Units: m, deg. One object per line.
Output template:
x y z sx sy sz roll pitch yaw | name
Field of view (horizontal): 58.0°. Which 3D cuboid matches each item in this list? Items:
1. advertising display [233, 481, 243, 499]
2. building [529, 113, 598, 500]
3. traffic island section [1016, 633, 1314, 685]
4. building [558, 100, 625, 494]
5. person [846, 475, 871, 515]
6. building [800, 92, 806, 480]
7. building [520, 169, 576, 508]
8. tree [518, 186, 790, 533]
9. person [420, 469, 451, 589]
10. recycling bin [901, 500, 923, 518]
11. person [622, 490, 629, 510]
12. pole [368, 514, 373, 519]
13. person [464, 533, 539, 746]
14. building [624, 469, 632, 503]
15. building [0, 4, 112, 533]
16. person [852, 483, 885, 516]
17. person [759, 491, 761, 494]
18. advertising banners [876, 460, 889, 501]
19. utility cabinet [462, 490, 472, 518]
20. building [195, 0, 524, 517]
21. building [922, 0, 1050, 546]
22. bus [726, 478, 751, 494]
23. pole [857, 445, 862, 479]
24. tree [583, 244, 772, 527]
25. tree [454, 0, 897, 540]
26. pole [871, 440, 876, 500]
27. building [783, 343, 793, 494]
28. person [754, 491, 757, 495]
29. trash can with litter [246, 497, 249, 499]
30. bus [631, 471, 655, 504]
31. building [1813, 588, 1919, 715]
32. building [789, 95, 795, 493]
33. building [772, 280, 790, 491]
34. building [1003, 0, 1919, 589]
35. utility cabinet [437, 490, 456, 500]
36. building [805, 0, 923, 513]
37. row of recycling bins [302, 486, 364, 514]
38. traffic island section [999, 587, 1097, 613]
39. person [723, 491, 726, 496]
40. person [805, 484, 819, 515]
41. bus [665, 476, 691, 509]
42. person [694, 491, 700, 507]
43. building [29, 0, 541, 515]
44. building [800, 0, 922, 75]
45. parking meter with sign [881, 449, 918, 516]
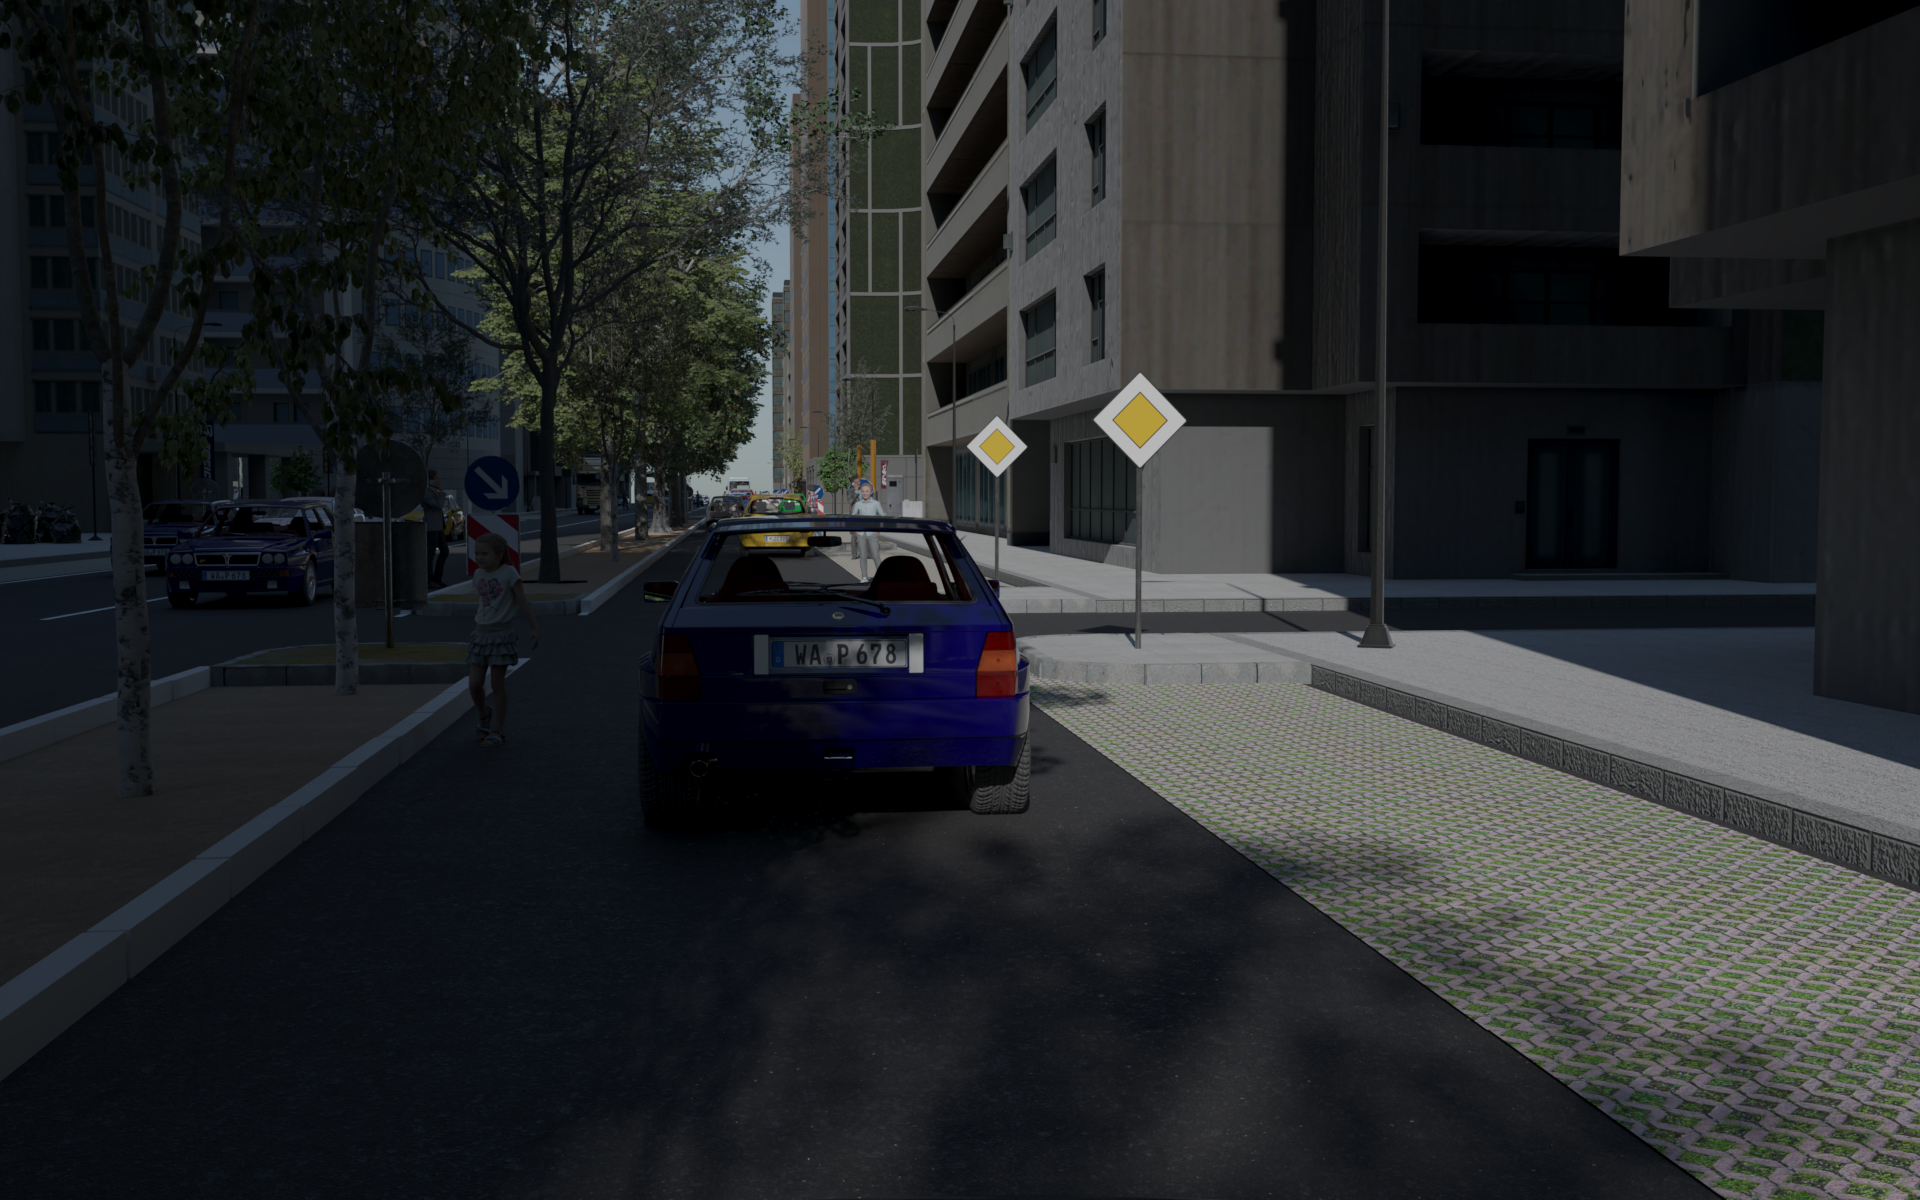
-36.537 -5.036 87.559 0.974 1.923 0.123 3 5 40 | advertising display
-50.883 -32.746 190.017 22.147 44.769 28.867 0 4 -7 | building
1.497 0.483 14.388 2.009 0.180 2.903 0 4 -7 | traffic island section
-53.426 -36.163 214.968 21.300 48.544 21.600 0 4 -7 | building
-2.145 -1.799 37.720 0.655 1.846 0.447 -2 4 -24 | person
-3.312 -30.859 159.169 22.147 44.769 28.867 0 4 -7 | building
-41.844 -23.308 152.789 14.160 30.474 14.107 0 4 -7 | building
-11.086 -8.819 63.661 9.611 12.733 9.660 0 3 0 | tree
-7.971 -1.079 26.331 0.473 1.802 0.592 0 4 6 | person
-1.698 -2.962 60.990 0.722 1.027 0.722 0 4 -8 | recycling bin
-29.736 -8.884 154.197 0.568 1.767 0.683 3 5 40 | person
-29.994 -5.762 88.055 0.158 3.312 0.155 0 3 0 | pole
-2.615 0.217 9.962 0.505 1.210 0.382 1 4 18 | person
-52.379 -28.355 235.300 14.160 30.474 14.107 0 4 -7 | building
-40.987 -22.494 59.659 32.217 40.220 23.993 0 4 -7 | building
-1.447 -1.028 27.125 0.589 1.601 0.330 1 4 18 | person
-19.327 -9.730 168.108 1.217 1.766 0.721 1 4 22 | person
-4.445 -5.678 89.026 2.074 3.025 0.090 -3 5 -44 | advertising banners
-26.470 -5.154 92.953 0.318 1.500 1.173 0 4 -7 | utility cabinet
-39.681 -34.510 106.241 21.231 58.520 28.212 0 4 -7 | building
10.530 -26.242 52.767 21.300 48.544 21.600 0 4 -7 | building
-25.611 -12.582 200.572 2.948 3.499 13.247 0 4 -8 | bus
-4.180 -4.794 72.221 0.158 3.312 0.155 0 3 0 | pole
-12.239 -10.088 74.050 9.857 13.997 8.962 0 3 0 | tree
-8.565 -11.871 52.438 12.611 20.169 13.585 0 3 0 | tree
-3.256 -4.365 65.211 0.158 3.312 0.155 0 3 0 | pole
-7.630 -22.565 213.983 27.650 21.520 28.899 0 4 -7 | building
-26.670 -13.305 226.054 1.348 1.823 0.705 0 4 -3 | person
-32.274 -4.164 79.470 1.055 1.170 0.624 -2 4 -31 | trash can with litter
-33.830 -12.048 188.526 2.896 3.916 12.252 0 4 -6 | bus
11.089 -14.445 7.874 14.160 30.474 14.107 0 4 -7 | building
-11.615 -33.086 191.072 14.600 45.320 14.200 0 4 -7 | building
-19.872 -29.131 247.991 14.160 30.474 14.107 0 4 -7 | building
8.723 -15.836 30.613 14.107 30.474 14.160 0 4 -7 | building
-26.925 -5.010 90.594 1.173 1.500 0.318 1 4 15 | utility cabinet
-0.130 -41.637 119.011 20.563 71.187 20.611 0 4 -7 | building
-31.957 -4.915 87.479 3.534 1.692 1.069 -1 4 -14 | row of recycling bins
0.493 -0.002 22.310 2.009 0.180 2.903 0 4 -7 | traffic island section
-21.936 -9.308 161.618 0.436 1.711 0.756 0 4 7 | person
-4.374 -2.608 51.977 0.643 1.720 0.563 -1 4 -16 | person
-27.063 -10.384 164.642 2.948 3.499 13.247 0 4 -7 | bus
-28.861 -11.119 190.380 0.705 1.814 1.350 -2 4 -34 | person
-48.439 -26.916 131.955 32.217 40.220 23.993 0 4 -7 | building
-5.377 -29.793 137.226 14.600 45.320 14.200 0 4 -7 | building
-2.514 -4.317 66.846 1.738 3.016 0.543 0 4 1 | parking meter with sign
